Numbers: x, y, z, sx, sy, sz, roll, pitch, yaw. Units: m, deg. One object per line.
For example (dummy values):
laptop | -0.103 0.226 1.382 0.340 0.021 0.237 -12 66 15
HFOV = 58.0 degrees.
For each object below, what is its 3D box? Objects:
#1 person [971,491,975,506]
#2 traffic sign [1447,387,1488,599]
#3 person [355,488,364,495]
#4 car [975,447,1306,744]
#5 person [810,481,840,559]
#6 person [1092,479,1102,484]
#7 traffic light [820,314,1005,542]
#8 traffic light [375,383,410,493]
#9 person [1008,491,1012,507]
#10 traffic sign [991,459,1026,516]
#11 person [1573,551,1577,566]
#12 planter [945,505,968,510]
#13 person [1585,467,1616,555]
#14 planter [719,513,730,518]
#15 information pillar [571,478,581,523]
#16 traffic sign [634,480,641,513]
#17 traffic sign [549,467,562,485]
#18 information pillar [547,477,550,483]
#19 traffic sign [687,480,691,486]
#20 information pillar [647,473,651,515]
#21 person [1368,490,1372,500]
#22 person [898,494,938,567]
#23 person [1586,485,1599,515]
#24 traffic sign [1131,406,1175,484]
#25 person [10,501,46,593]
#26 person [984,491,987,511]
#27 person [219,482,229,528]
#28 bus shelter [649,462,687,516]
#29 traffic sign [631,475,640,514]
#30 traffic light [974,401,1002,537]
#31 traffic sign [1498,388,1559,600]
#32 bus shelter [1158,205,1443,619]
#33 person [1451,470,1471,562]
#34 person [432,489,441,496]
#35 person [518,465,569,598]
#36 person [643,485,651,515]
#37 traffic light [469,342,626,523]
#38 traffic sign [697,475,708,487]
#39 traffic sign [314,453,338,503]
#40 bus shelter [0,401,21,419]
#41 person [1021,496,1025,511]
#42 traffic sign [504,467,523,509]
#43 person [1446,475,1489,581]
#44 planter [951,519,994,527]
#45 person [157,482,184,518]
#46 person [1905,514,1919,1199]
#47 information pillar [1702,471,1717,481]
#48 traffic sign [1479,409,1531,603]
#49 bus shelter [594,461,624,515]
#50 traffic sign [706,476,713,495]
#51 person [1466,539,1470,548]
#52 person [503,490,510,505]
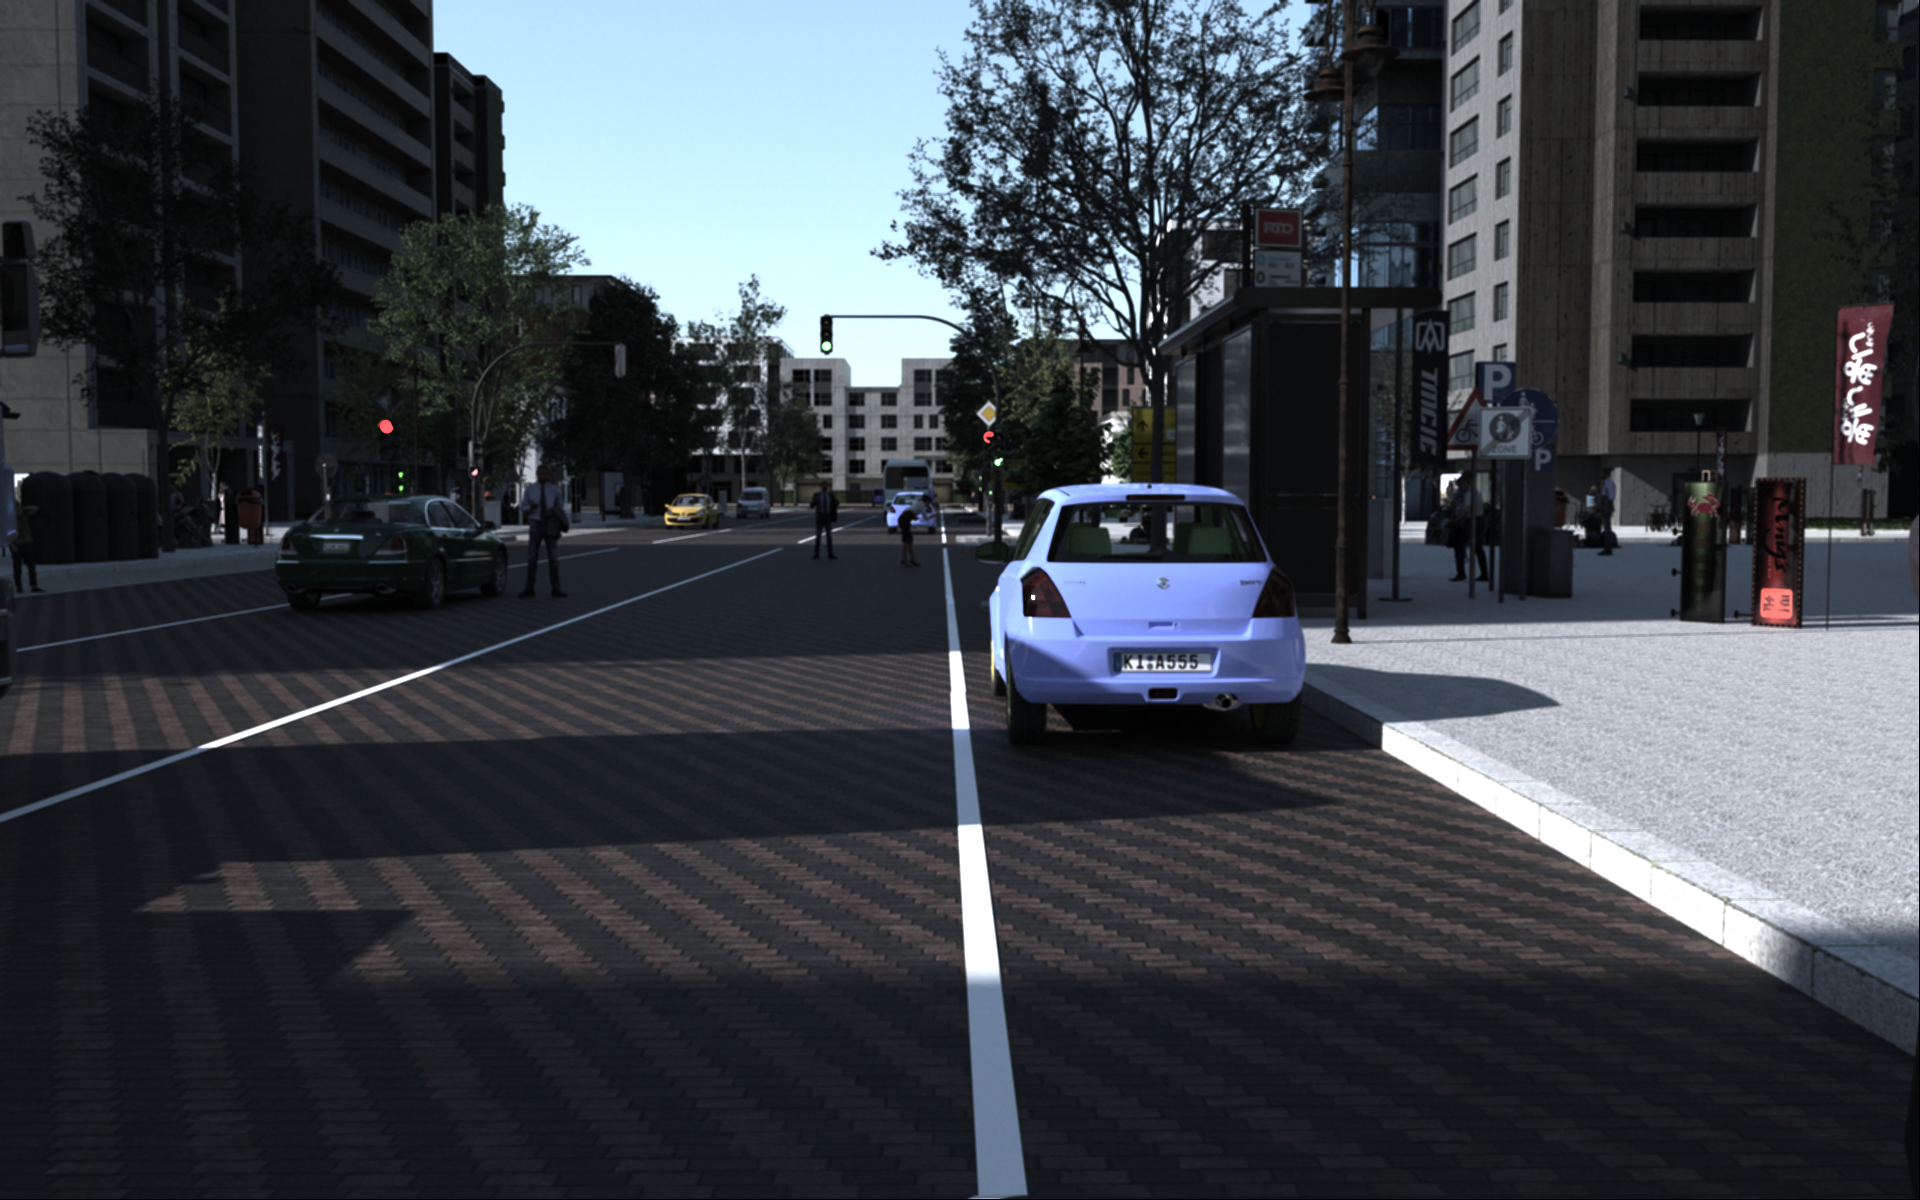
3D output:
person | 1.406 -11.391 192.993 0.721 1.736 1.217 -1 4 -10
traffic sign | 6.281 -1.295 21.182 0.884 2.594 0.081 0 4 5
person | -31.348 -5.048 90.543 0.963 1.587 0.435 -1 4 -16
car | 1.076 -0.101 11.248 1.945 1.707 3.694 0 4 -1
person | -2.990 -1.772 38.291 0.655 1.722 0.431 -1 4 -11
person | 3.201 -2.106 41.200 0.376 1.734 0.841 1 4 9
traffic light | -1.142 -4.240 43.993 4.771 5.953 1.251 0 4 -1
traffic light | -14.432 -3.367 43.964 0.839 4.253 0.868 0 4 -1
person | 4.968 -10.099 172.625 0.415 1.643 0.593 -3 4 -36
traffic sign | 2.803 -6.590 101.619 2.265 3.308 0.079 0 4 7
person | 10.755 -0.871 30.765 0.357 0.543 0.381 3 5 42
planter | -0.286 -8.130 154.065 1.991 0.319 1.994 0 4 -1
person | 13.438 -1.862 36.350 0.599 1.838 0.709 1 4 17
planter | -14.842 -5.065 103.945 1.991 0.319 1.994 0 4 -1
information pillar | -17.111 -4.447 77.192 0.304 2.012 0.304 2 4 34
traffic sign | -21.607 -7.140 116.741 0.884 2.594 0.081 0 4 8
traffic sign | -18.918 -4.934 80.771 0.768 2.556 0.104 0 4 8
information pillar | -18.198 -4.378 76.064 0.304 2.012 0.304 1 4 11
traffic sign | -18.214 -7.001 114.462 0.884 2.594 0.081 1 4 8
information pillar | -19.373 -7.162 108.456 0.183 3.616 0.504 1 4 23
person | 18.340 -4.400 78.520 0.617 1.759 0.750 1 4 15
person | -0.862 -1.388 34.376 0.628 1.438 0.799 2 4 25
person | 19.802 -2.808 54.163 0.429 1.552 0.499 1 4 22
traffic sign | 5.089 -2.826 40.082 2.265 3.308 0.079 0 4 4
person | -13.502 -0.770 24.997 0.340 1.345 0.435 2 4 25
person | 2.103 -7.707 132.975 0.530 1.710 0.541 0 4 7
person | -27.945 -3.614 65.807 0.551 1.740 0.621 2 4 33
bus shelter | -17.392 -6.925 104.512 1.731 3.624 6.357 0 4 -1
traffic sign | -18.738 -6.072 99.385 0.768 2.556 0.104 0 4 2
traffic light | 0.856 -3.867 52.143 0.839 4.253 0.868 0 4 -1
traffic sign | 6.795 -1.269 20.853 0.768 2.556 0.104 0 4 1
bus shelter | 3.779 -2.704 21.849 2.179 5.291 8.768 0 4 -1
person | 9.500 -1.583 32.651 0.376 1.734 0.841 2 4 33
person | -11.521 -1.668 37.982 0.499 1.552 0.429 -3 5 -40
person | -5.752 -0.951 23.925 0.709 1.838 0.599 -1 4 -20
person | -18.832 -6.008 104.406 0.598 1.807 0.434 0 4 5
traffic light | -12.434 -4.730 52.008 4.771 5.953 1.251 0 4 -1
traffic sign | -17.646 -7.247 118.586 0.768 2.556 0.104 0 4 1
traffic sign | -19.891 -3.317 54.343 0.768 2.556 0.104 0 4 6
bus shelter | -19.509 -2.297 31.475 2.014 3.302 5.546 0 4 -1
person | 3.823 -5.692 103.011 0.435 1.345 0.340 1 4 17
traffic sign | -21.140 -5.014 81.987 0.884 2.594 0.081 0 4 2
person | 7.463 -1.051 25.434 0.590 1.554 0.614 2 4 26
planter | 0.600 -3.435 77.304 1.991 0.319 1.994 0 4 -1
person | -20.162 -2.223 44.352 0.963 1.587 0.435 1 4 14
person | 1.893 0.391 2.914 0.445 1.727 0.742 -1 4 -21
information pillar | 23.562 -3.057 54.481 0.304 2.012 0.304 -1 4 -18
traffic sign | 6.390 -1.117 20.387 0.606 2.300 0.079 0 4 7
bus shelter | -21.452 -7.041 109.047 2.014 3.302 5.546 0 4 0
traffic sign | -17.873 -7.505 122.812 0.768 2.556 0.104 1 4 9
person | 12.026 -1.496 40.977 0.357 0.543 0.381 1 4 23
person | -27.786 -5.963 106.085 0.480 1.512 0.613 -3 4 -38
